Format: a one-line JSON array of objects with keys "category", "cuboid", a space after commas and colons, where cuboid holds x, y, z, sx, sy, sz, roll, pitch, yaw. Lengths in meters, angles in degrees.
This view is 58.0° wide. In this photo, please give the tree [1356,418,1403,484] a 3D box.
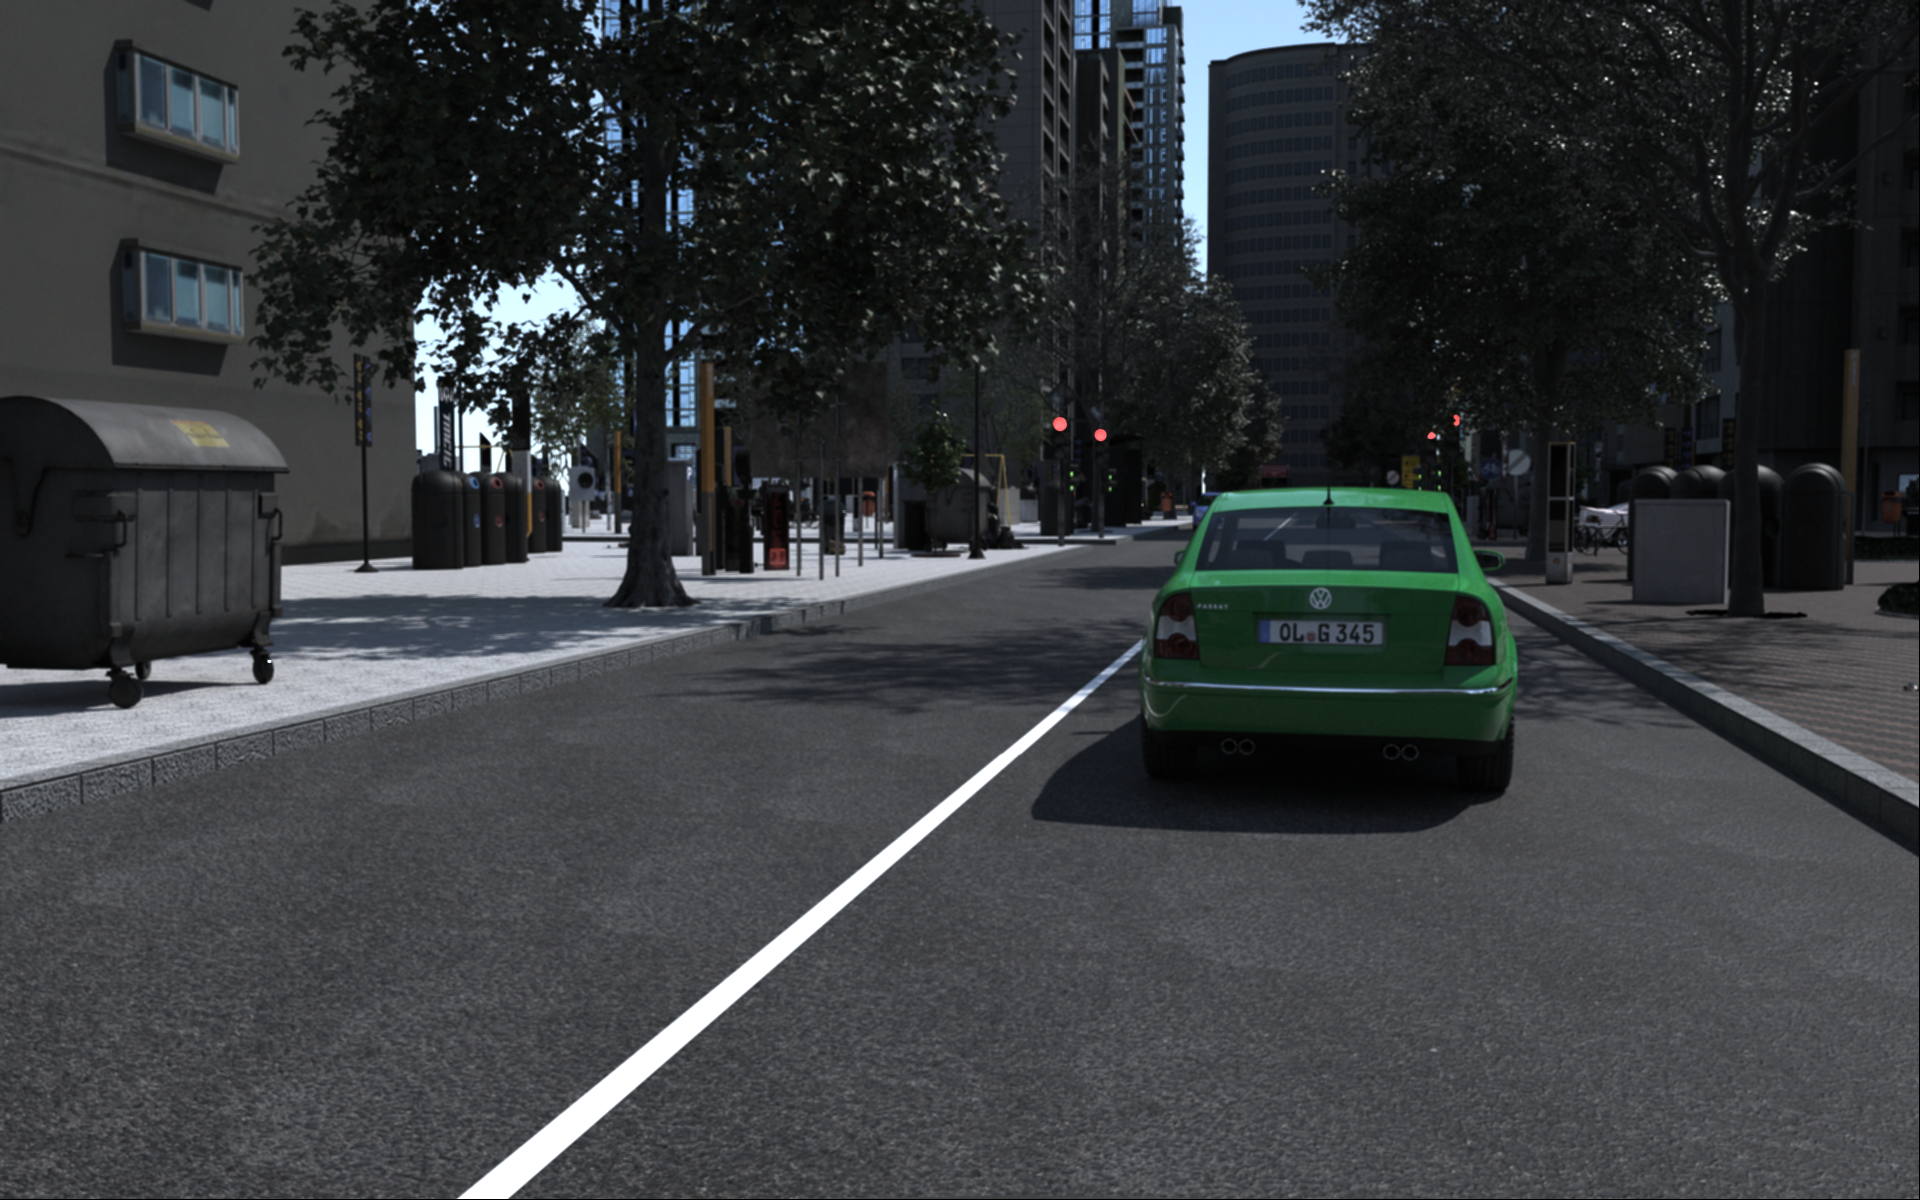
[{"category": "tree", "cuboid": [34.740, -11.785, 143.039, 4.360, 8.622, 3.978, 0, 3, 0]}]

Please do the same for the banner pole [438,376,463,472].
[{"category": "banner pole", "cuboid": [-9.527, -2.602, 32.560, 0.401, 3.779, 0.863, 1, 4, 23]}]

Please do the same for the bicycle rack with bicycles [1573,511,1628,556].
[{"category": "bicycle rack with bicycles", "cuboid": [13.306, -1.450, 37.095, 2.925, 0.926, 2.852, -2, 4, -28]}]

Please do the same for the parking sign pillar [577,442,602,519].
[{"category": "parking sign pillar", "cuboid": [-18.947, -6.090, 88.041, 1.447, 3.967, 1.447, 2, 4, 34]}]

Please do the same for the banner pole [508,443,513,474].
[{"category": "banner pole", "cuboid": [-16.562, -4.589, 65.048, 0.863, 3.779, 0.401, -1, 4, -12]}]

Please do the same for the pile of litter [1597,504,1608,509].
[{"category": "pile of litter", "cuboid": [28.207, -3.825, 76.507, 1.176, 0.858, 1.719, -1, 4, -9]}]

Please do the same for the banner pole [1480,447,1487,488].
[{"category": "banner pole", "cuboid": [27.643, -6.207, 91.493, 0.401, 3.779, 0.863, 3, 5, 41]}]

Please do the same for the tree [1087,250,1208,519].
[{"category": "tree", "cuboid": [10.788, -11.160, 89.114, 9.857, 13.997, 8.962, 0, 3, 0]}]

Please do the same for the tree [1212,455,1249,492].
[{"category": "tree", "cuboid": [21.542, -9.418, 137.697, 4.285, 4.588, 4.351, 0, 3, 0]}]

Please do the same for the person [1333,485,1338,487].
[{"category": "person", "cuboid": [15.817, -3.932, 72.965, 0.419, 1.800, 0.721, 1, 4, 17]}]

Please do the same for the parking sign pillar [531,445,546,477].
[{"category": "parking sign pillar", "cuboid": [-22.527, -6.435, 93.677, 1.447, 3.967, 1.447, -2, 4, -24]}]

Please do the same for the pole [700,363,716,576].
[{"category": "pole", "cuboid": [-3.948, -2.036, 27.129, 0.158, 3.312, 0.155, 0, 3, 0]}]

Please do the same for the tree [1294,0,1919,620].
[{"category": "tree", "cuboid": [8.242, -6.580, 17.953, 12.009, 13.543, 11.850, 0, 3, 0]}]

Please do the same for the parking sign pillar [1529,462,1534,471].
[{"category": "parking sign pillar", "cuboid": [34.387, -7.168, 105.676, 1.447, 3.967, 1.447, 1, 4, 23]}]

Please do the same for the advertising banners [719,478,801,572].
[{"category": "advertising banners", "cuboid": [-3.111, -2.009, 29.037, 2.074, 3.025, 0.090, -3, 4, -38]}]

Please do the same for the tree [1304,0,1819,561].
[{"category": "tree", "cuboid": [11.164, -7.731, 33.054, 9.857, 13.997, 8.962, 0, 3, 0]}]

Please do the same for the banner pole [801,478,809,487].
[{"category": "banner pole", "cuboid": [-7.160, -5.426, 78.729, 0.863, 3.779, 0.401, -3, 5, -43]}]

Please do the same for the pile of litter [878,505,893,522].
[{"category": "pile of litter", "cuboid": [-3.339, -4.059, 80.329, 1.176, 0.858, 1.719, 1, 4, 9]}]

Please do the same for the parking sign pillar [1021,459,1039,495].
[{"category": "parking sign pillar", "cuboid": [5.098, -8.392, 125.686, 1.447, 3.967, 1.447, -2, 4, -30]}]

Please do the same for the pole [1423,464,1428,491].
[{"category": "pole", "cuboid": [15.142, -3.816, 56.240, 0.158, 3.312, 0.155, 0, 3, 0]}]

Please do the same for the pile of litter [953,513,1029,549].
[{"category": "pile of litter", "cuboid": [0.719, -1.629, 40.595, 1.719, 0.858, 1.176, 1, 4, 23]}]

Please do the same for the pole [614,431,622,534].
[{"category": "pole", "cuboid": [-11.133, -3.820, 56.308, 0.158, 3.312, 0.155, 0, 3, 0]}]

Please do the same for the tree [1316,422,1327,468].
[{"category": "tree", "cuboid": [37.573, -13.827, 160.485, 8.767, 10.594, 7.601, -1, 4, -13]}]

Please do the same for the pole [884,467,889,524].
[{"category": "pole", "cuboid": [-3.201, -4.992, 75.464, 0.158, 3.312, 0.155, 0, 3, 0]}]

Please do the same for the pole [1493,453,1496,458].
[{"category": "pole", "cuboid": [26.231, -5.579, 85.062, 0.158, 3.312, 0.155, 0, 3, 0]}]

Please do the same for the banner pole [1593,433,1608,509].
[{"category": "banner pole", "cuboid": [26.277, -4.954, 71.023, 0.401, 3.779, 0.863, -2, 4, -24]}]

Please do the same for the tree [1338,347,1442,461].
[{"category": "tree", "cuboid": [29.112, -11.659, 116.380, 9.928, 11.665, 9.643, 0, 3, 0]}]

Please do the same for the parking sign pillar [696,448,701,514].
[{"category": "parking sign pillar", "cuboid": [-10.563, -5.220, 73.821, 1.447, 3.967, 1.447, 0, 4, 5]}]

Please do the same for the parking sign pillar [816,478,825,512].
[{"category": "parking sign pillar", "cuboid": [-9.177, -7.795, 115.914, 1.447, 3.967, 1.447, -1, 4, -20]}]

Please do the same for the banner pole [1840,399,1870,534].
[{"category": "banner pole", "cuboid": [23.769, -3.421, 45.958, 0.863, 3.779, 0.401, 3, 5, 44]}]

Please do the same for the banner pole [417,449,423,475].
[{"category": "banner pole", "cuboid": [-26.842, -5.824, 85.236, 0.863, 3.779, 0.401, -2, 4, -27]}]

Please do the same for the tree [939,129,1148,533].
[{"category": "tree", "cuboid": [4.647, -9.021, 57.864, 12.009, 13.543, 11.850, 0, 3, 0]}]

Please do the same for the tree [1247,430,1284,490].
[{"category": "tree", "cuboid": [31.451, -15.482, 187.540, 8.767, 10.594, 7.601, 3, 4, 36]}]

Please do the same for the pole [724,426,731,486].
[{"category": "pole", "cuboid": [-7.001, -3.572, 52.240, 0.158, 3.312, 0.155, 0, 3, 0]}]

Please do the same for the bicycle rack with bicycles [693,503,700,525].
[{"category": "bicycle rack with bicycles", "cuboid": [-11.863, -3.562, 71.626, 2.852, 0.926, 2.925, 0, 4, 5]}]

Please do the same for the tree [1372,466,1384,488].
[{"category": "tree", "cuboid": [26.360, -6.942, 108.110, 1.663, 3.219, 1.824, 0, 3, 0]}]

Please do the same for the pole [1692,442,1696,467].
[{"category": "pole", "cuboid": [28.840, -4.549, 68.214, 0.158, 3.312, 0.155, 0, 3, 0]}]

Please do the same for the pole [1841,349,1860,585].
[{"category": "pole", "cuboid": [12.589, -1.877, 24.532, 0.158, 3.312, 0.155, 0, 3, 0]}]

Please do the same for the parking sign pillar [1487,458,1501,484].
[{"category": "parking sign pillar", "cuboid": [36.024, -7.815, 116.240, 1.447, 3.967, 1.447, -2, 4, -25]}]

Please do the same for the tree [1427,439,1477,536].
[{"category": "tree", "cuboid": [14.904, -3.567, 52.916, 1.663, 3.219, 1.824, 0, 3, 0]}]

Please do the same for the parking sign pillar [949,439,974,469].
[{"category": "parking sign pillar", "cuboid": [-0.025, -5.345, 75.864, 1.447, 3.967, 1.447, -1, 4, -10]}]

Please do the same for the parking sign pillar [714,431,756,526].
[{"category": "parking sign pillar", "cuboid": [-8.907, -5.004, 70.295, 1.447, 3.967, 1.447, 3, 5, 41]}]

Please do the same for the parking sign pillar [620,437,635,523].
[{"category": "parking sign pillar", "cuboid": [-14.546, -5.406, 76.857, 1.447, 3.967, 1.447, 0, 4, 2]}]

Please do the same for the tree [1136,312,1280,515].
[{"category": "tree", "cuboid": [13.972, -11.445, 105.254, 7.486, 12.596, 7.792, 0, 3, 0]}]

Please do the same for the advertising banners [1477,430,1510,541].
[{"category": "advertising banners", "cuboid": [14.780, -3.168, 47.987, 0.090, 3.025, 2.074, 0, 4, -5]}]

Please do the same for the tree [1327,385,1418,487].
[{"category": "tree", "cuboid": [31.850, -11.984, 130.359, 7.601, 10.594, 8.767, 1, 4, 14]}]

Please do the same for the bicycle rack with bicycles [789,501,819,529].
[{"category": "bicycle rack with bicycles", "cuboid": [-5.958, -3.115, 64.320, 2.925, 0.926, 2.852, 0, 4, -3]}]
